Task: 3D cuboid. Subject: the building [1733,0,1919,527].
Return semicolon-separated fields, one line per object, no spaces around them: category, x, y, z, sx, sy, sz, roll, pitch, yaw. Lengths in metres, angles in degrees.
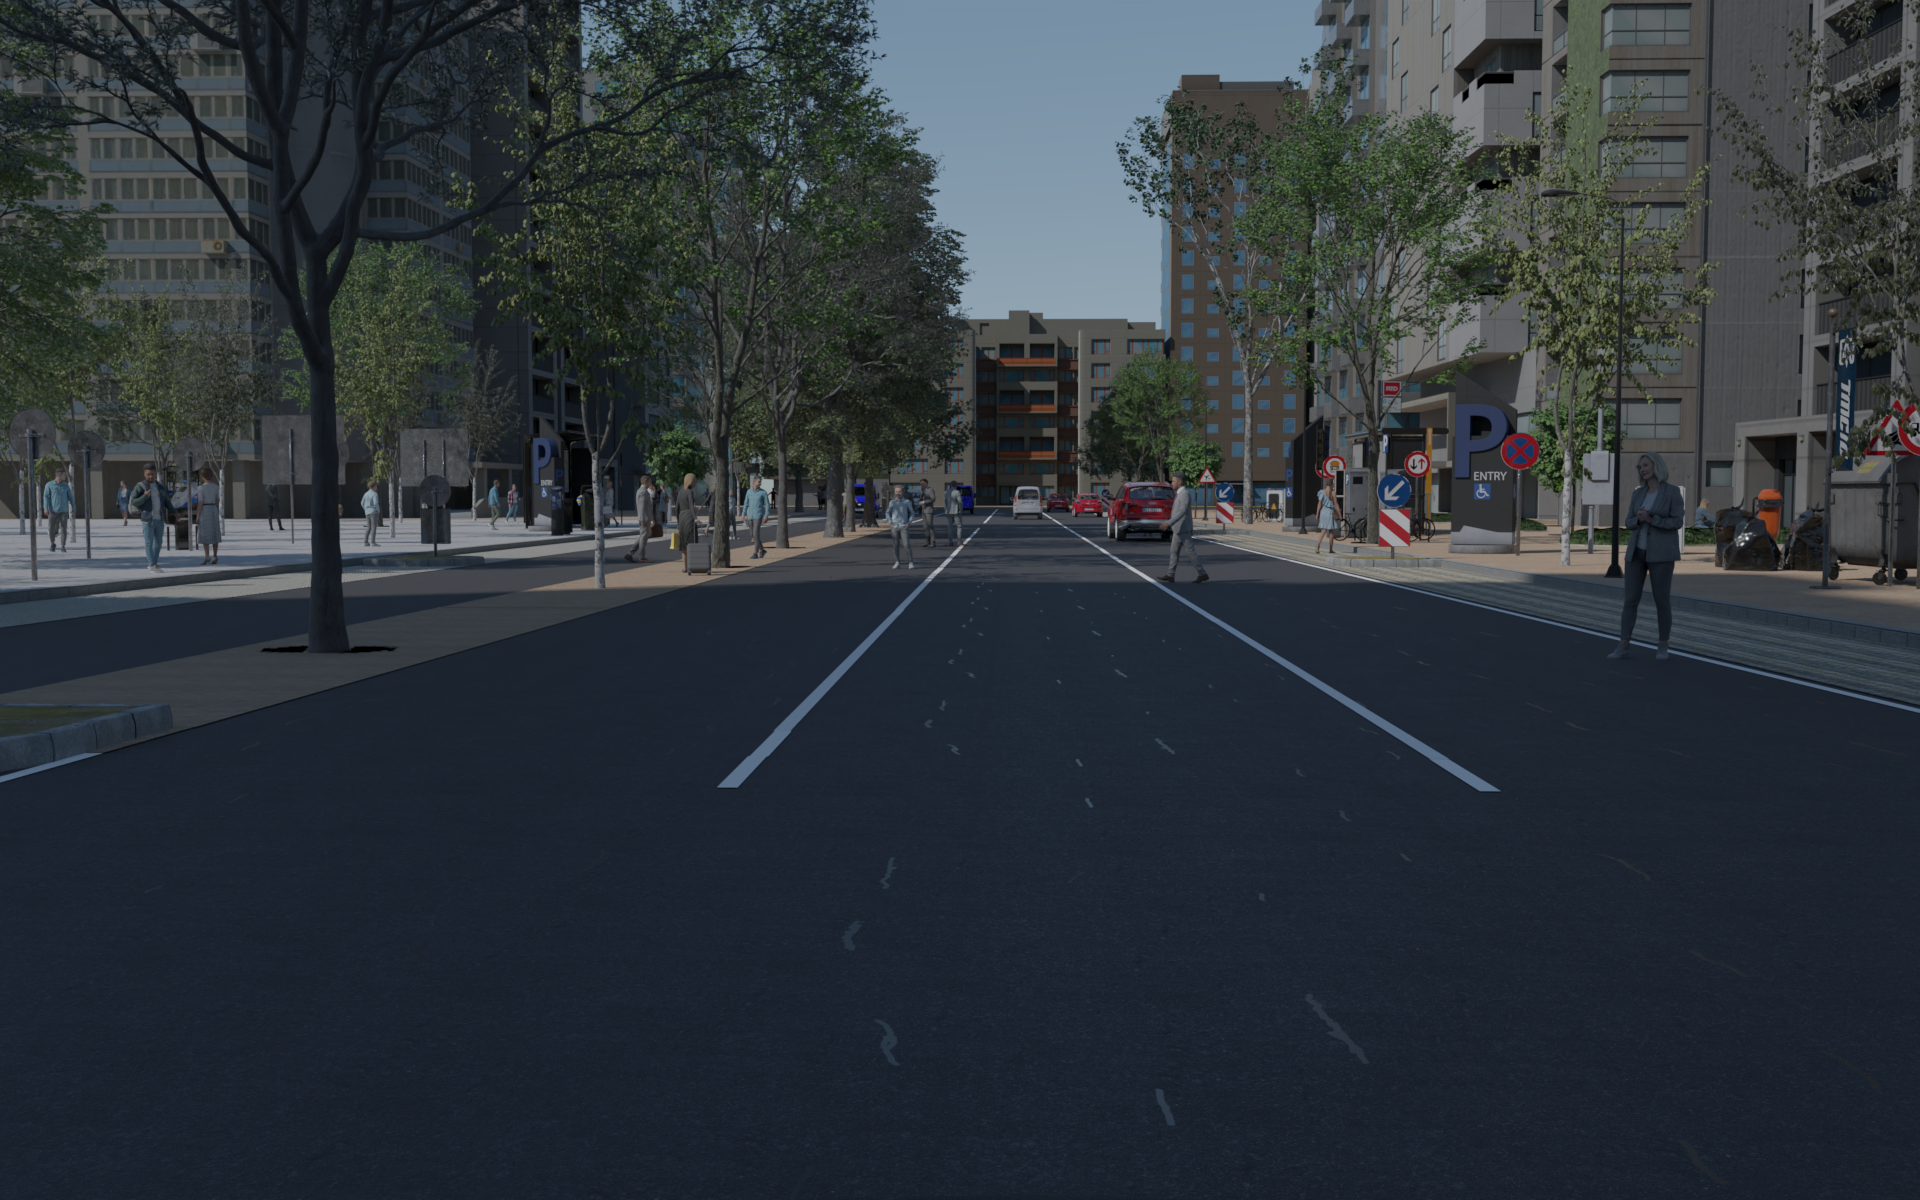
building;36.514;-37.228;46.925;20.563;71.187;20.611;0;4;2

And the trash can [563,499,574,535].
trash can;-12.600;-2.648;54.945;0.748;1.137;0.748;0;3;0

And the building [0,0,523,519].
building;-41.513;-24.814;97.597;32.217;40.220;23.993;0;4;2

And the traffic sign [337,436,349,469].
traffic sign;-13.536;-2.278;37.347;0.768;2.556;0.104;0;4;6

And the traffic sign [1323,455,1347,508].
traffic sign;12.195;-3.446;56.451;0.768;2.556;0.104;0;4;4

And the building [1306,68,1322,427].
building;48.112;-34.675;190.635;21.600;48.544;21.300;0;4;2

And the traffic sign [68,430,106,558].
traffic sign;-17.414;-2.106;34.542;0.768;2.556;0.104;0;4;3

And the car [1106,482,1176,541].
car;5.763;-2.782;54.165;2.281;1.827;5.304;0;4;1

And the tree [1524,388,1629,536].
tree;18.941;-4.272;53.562;4.285;4.588;4.351;0;3;0

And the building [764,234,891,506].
building;-14.185;-25.596;190.188;14.107;30.474;14.160;0;4;2

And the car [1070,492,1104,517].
car;7.971;-6.070;108.286;2.155;1.783;4.494;0;4;2

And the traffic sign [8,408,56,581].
traffic sign;-13.721;-1.560;25.606;0.768;2.556;0.104;1;4;9

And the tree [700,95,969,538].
tree;-4.136;-9.005;56.341;9.857;13.997;8.962;0;3;0

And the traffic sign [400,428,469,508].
traffic sign;-16.375;-3.673;53.932;2.265;3.308;0.079;1;4;10

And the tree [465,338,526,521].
tree;-23.139;-8.104;82.865;4.360;8.622;3.978;0;3;0

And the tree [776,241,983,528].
tree;-3.883;-9.437;73.767;9.611;12.733;9.660;0;3;0

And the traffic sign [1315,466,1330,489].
traffic sign;12.236;-3.530;57.829;0.768;2.556;0.104;0;4;3

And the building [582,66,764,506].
building;-37.170;-35.200;195.125;30.456;49.044;23.786;0;4;2

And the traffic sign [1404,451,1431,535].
traffic sign;13.574;-3.140;51.443;0.768;2.556;0.104;0;4;6

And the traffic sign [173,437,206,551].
traffic sign;-17.326;-2.375;38.941;0.768;2.556;0.104;0;4;4

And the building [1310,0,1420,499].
building;38.954;-31.211;129.911;23.786;49.044;30.456;0;4;2

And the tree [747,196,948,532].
tree;-4.215;-8.842;65.145;7.486;12.596;7.792;0;3;0

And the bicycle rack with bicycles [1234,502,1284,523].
bicycle rack with bicycles;13.447;-3.963;78.184;2.852;0.926;2.925;-1;4;-10

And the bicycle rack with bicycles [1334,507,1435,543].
bicycle rack with bicycles;11.517;-2.054;46.963;2.925;0.926;2.852;1;4;9

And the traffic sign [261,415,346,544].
traffic sign;-16.912;-3.102;44.598;2.265;3.308;0.079;0;4;8

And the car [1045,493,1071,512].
car;7.868;-7.948;138.989;2.155;1.783;4.494;0;4;2

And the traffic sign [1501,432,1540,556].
traffic sign;11.603;-2.192;35.944;0.768;2.556;0.104;1;4;11

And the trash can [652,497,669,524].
trash can;-12.530;-3.713;72.364;0.748;1.137;0.748;0;3;0

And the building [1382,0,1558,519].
building;40.721;-31.195;99.273;28.713;52.752;27.495;0;4;2

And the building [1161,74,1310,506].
building;29.455;-32.924;188.412;14.200;45.320;14.600;0;4;2

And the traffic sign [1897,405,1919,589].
traffic sign;12.928;-1.416;23.255;0.768;2.556;0.104;0;4;3

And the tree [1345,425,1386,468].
tree;20.012;-6.022;82.168;4.285;4.588;4.351;0;3;0

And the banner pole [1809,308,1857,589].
banner pole;11.753;-2.029;23.186;0.401;3.779;0.863;0;4;0

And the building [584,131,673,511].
building;-31.075;-22.575;140.795;14.107;30.474;14.160;0;4;2

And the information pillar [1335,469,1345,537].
information pillar;11.340;-2.888;51.710;0.304;2.012;0.304;1;4;13

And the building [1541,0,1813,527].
building;32.266;-23.834;73.280;14.154;41.232;14.086;0;4;2

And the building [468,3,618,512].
building;-35.030;-41.619;118.727;20.563;71.187;20.611;0;4;2

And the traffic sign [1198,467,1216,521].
traffic sign;11.781;-5.055;82.645;0.884;2.594;0.081;0;4;5

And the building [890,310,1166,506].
building;7.496;-21.467;196.029;28.899;21.520;27.650;0;4;2

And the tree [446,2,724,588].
tree;-5.415;-4.459;25.722;4.737;8.622;4.395;0;3;0

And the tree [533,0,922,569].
tree;-4.517;-6.411;33.025;9.928;11.665;9.643;0;3;0

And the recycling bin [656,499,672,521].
recycling bin;-14.054;-4.251;82.064;0.722;1.027;0.722;-1;4;-13

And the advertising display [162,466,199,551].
advertising display;-17.813;-2.106;39.654;0.123;1.923;0.974;1;4;21

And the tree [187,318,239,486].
tree;-27.432;-6.686;59.686;4.737;8.622;4.395;0;3;0

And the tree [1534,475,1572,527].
tree;23.610;-4.530;68.671;1.663;3.219;1.824;0;3;0

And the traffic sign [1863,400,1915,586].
traffic sign;12.931;-1.468;24.012;0.884;2.594;0.081;0;4;2

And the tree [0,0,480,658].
tree;-5.686;-6.256;15.113;12.009;13.543;11.850;0;3;0
